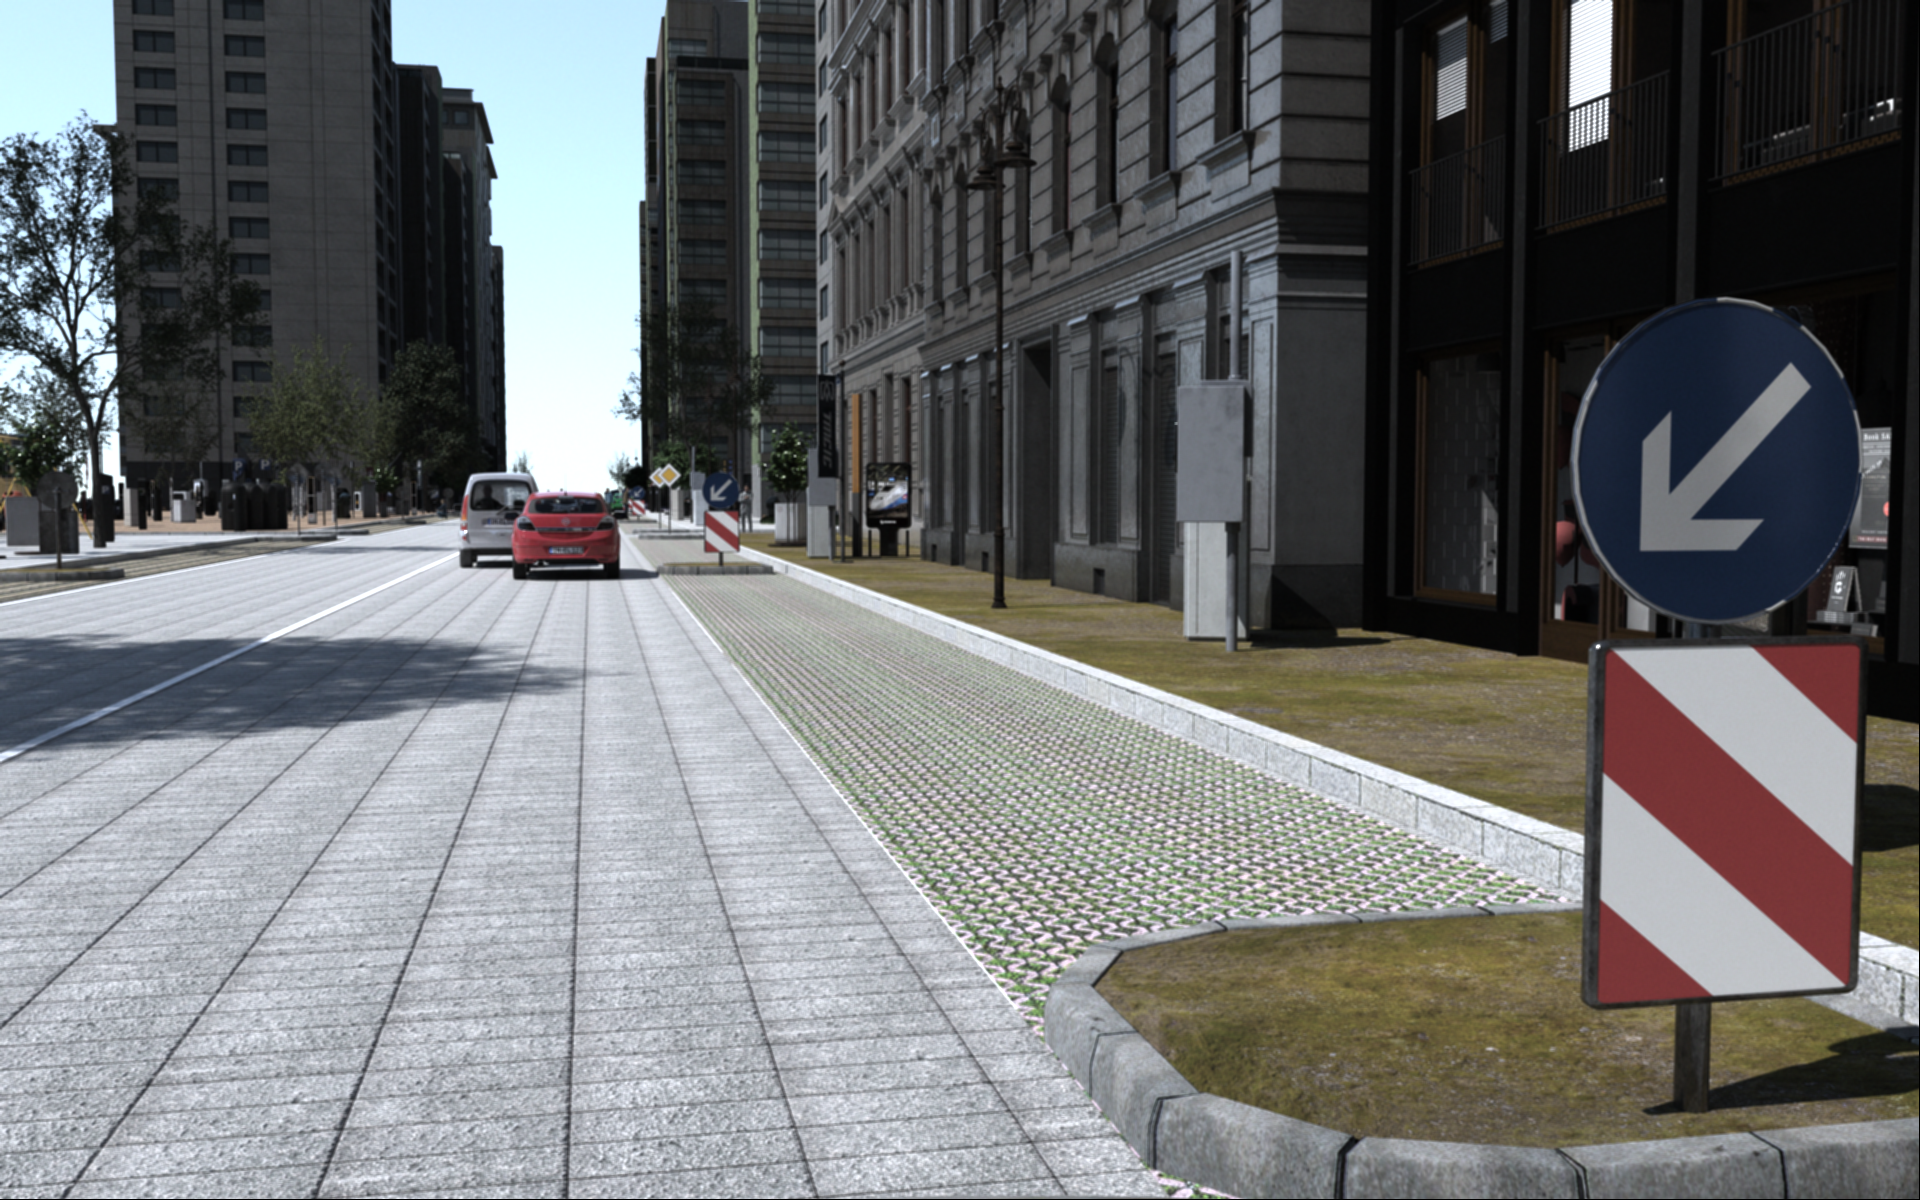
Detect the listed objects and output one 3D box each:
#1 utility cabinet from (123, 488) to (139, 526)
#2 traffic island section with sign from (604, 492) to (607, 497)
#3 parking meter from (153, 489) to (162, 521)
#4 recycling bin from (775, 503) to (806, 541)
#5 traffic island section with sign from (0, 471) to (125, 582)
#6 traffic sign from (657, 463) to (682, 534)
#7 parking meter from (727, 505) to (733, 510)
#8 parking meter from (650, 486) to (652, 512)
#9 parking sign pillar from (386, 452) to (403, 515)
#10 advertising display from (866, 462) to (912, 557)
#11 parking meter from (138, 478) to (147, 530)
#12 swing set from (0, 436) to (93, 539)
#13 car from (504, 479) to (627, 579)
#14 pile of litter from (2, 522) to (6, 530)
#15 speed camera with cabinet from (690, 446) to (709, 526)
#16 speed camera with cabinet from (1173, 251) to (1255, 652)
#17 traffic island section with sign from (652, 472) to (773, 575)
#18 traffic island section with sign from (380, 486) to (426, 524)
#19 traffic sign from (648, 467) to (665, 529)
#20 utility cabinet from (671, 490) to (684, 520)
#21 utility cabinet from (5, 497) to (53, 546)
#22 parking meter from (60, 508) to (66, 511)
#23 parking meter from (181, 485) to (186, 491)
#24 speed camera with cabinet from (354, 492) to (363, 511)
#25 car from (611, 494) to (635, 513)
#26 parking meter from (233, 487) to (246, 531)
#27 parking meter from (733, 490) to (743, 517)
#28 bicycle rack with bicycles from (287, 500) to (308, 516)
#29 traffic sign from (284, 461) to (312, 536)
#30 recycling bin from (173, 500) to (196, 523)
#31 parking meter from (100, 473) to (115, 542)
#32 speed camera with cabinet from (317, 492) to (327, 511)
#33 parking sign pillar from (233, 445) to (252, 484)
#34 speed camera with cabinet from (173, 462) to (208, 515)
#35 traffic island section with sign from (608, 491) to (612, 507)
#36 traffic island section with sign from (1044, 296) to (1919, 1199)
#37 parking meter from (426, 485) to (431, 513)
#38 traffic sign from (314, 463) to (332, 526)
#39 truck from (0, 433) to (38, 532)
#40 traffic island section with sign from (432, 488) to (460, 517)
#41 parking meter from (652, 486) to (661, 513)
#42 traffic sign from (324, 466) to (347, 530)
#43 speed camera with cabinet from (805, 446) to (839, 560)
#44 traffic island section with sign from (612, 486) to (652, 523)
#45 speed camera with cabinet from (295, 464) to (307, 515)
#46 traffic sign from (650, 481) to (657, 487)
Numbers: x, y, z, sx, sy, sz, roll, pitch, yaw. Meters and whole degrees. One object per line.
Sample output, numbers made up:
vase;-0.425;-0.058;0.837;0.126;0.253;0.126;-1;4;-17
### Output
utility cabinet;-32.778;-3.659;68.504;0.318;1.500;1.173;-3;4;-37
traffic island section with sign;-31.963;-9.292;160.545;1.989;1.847;2.006;-1;4;-12
parking meter;-38.162;-4.523;82.355;0.372;1.533;0.369;0;3;0
recycling bin;-4.646;-2.151;47.723;0.722;1.027;0.722;1;4;17
traffic island section with sign;-15.199;-1.245;28.987;1.989;1.847;2.006;-1;4;-12
traffic sign;-9.316;-3.172;55.507;0.795;2.450;0.064;-1;4;-12
parking meter;-13.128;-5.539;98.971;0.372;1.533;0.369;0;3;0
parking meter;-21.494;-7.052;121.013;0.255;1.863;0.399;-2;4;-32
parking sign pillar;-35.638;-7.382;109.168;1.447;3.967;1.447;1;4;13
advertising display;-1.457;-1.847;35.406;0.974;1.923;0.123;1;4;23
parking meter;-29.595;-3.484;62.678;0.255;1.863;0.399;-2;4;-24
swing set;-25.943;-3.059;47.632;2.862;2.851;3.119;0;4;-8
car;-6.979;-1.325;30.697;2.155;1.783;4.494;-1;4;-13
pile of litter;-35.881;-3.228;66.749;1.719;0.858;1.176;-2;4;-35
speed camera with cabinet;-10.655;-4.688;70.989;0.660;3.252;2.038;-1;4;-14
speed camera with cabinet;2.211;-1.258;14.909;0.660;3.252;2.038;1;4;12
traffic island section with sign;-4.485;-1.390;31.353;1.989;1.847;2.006;-1;4;-12
traffic island section with sign;-26.656;-4.545;82.934;1.989;1.847;2.006;-1;4;-12
traffic sign;-10.977;-3.650;63.318;0.795;2.450;0.064;-1;4;-12
utility cabinet;-13.841;-4.667;84.986;0.318;1.500;1.173;-2;4;-25
utility cabinet;-23.070;-1.943;42.937;1.020;1.237;0.306;-2;4;-33
parking meter;-41.160;-4.336;79.307;0.372;1.533;0.369;0;3;0
parking meter;-48.557;-6.276;108.315;0.255;1.863;0.399;-1;4;-18
speed camera with cabinet;-45.551;-8.441;132.340;2.038;3.252;0.660;3;5;43
car;-26.096;-7.660;134.034;1.959;1.807;4.718;-1;4;-12
parking meter;-24.769;-3.127;59.533;0.372;1.533;0.369;0;3;0
parking meter;-12.224;-5.367;96.158;0.372;1.533;0.369;0;3;0
bicycle rack with bicycles;-39.101;-5.338;100.662;2.852;0.926;2.925;-2;4;-32
traffic sign;-20.320;-3.031;53.197;0.795;2.450;0.064;-1;4;-12
recycling bin;-34.825;-3.990;77.785;0.722;1.027;0.722;3;5;40
parking meter;-22.841;-2.486;46.363;0.399;1.863;0.255;-1;4;-21
speed camera with cabinet;-48.491;-8.265;129.468;2.038;3.252;0.660;-3;4;-37
parking sign pillar;-38.997;-6.463;94.150;1.447;3.967;1.447;3;5;41
speed camera with cabinet;-47.296;-6.847;106.289;2.038;3.252;0.660;0;4;-2
traffic island section with sign;-21.653;-6.329;112.101;1.989;1.847;2.006;-1;4;-12
traffic island section with sign;1.279;0.268;4.250;1.989;1.847;2.006;-1;4;-12
parking meter;-36.058;-6.838;117.516;0.255;1.863;0.399;-1;4;-17
traffic sign;-25.932;-4.311;70.591;0.768;2.556;0.104;0;4;-5
truck;-33.262;-3.564;54.198;9.791;3.379;3.469;-1;4;-12
traffic island section with sign;-32.393;-6.190;109.835;1.989;1.847;2.006;-1;4;-12
parking meter;-20.920;-6.998;120.128;0.399;1.863;0.255;3;5;39
traffic sign;-21.980;-3.509;61.008;0.795;2.450;0.064;-1;4;-12
speed camera with cabinet;-2.752;-2.445;34.308;0.660;3.252;2.038;0;4;-6
traffic island section with sign;-16.051;-4.716;85.732;1.989;1.847;2.006;-1;4;-12
speed camera with cabinet;-40.361;-6.819;105.818;0.660;3.252;2.038;-1;4;-14
traffic sign;-21.552;-7.513;122.847;0.884;2.594;0.081;0;4;-5
